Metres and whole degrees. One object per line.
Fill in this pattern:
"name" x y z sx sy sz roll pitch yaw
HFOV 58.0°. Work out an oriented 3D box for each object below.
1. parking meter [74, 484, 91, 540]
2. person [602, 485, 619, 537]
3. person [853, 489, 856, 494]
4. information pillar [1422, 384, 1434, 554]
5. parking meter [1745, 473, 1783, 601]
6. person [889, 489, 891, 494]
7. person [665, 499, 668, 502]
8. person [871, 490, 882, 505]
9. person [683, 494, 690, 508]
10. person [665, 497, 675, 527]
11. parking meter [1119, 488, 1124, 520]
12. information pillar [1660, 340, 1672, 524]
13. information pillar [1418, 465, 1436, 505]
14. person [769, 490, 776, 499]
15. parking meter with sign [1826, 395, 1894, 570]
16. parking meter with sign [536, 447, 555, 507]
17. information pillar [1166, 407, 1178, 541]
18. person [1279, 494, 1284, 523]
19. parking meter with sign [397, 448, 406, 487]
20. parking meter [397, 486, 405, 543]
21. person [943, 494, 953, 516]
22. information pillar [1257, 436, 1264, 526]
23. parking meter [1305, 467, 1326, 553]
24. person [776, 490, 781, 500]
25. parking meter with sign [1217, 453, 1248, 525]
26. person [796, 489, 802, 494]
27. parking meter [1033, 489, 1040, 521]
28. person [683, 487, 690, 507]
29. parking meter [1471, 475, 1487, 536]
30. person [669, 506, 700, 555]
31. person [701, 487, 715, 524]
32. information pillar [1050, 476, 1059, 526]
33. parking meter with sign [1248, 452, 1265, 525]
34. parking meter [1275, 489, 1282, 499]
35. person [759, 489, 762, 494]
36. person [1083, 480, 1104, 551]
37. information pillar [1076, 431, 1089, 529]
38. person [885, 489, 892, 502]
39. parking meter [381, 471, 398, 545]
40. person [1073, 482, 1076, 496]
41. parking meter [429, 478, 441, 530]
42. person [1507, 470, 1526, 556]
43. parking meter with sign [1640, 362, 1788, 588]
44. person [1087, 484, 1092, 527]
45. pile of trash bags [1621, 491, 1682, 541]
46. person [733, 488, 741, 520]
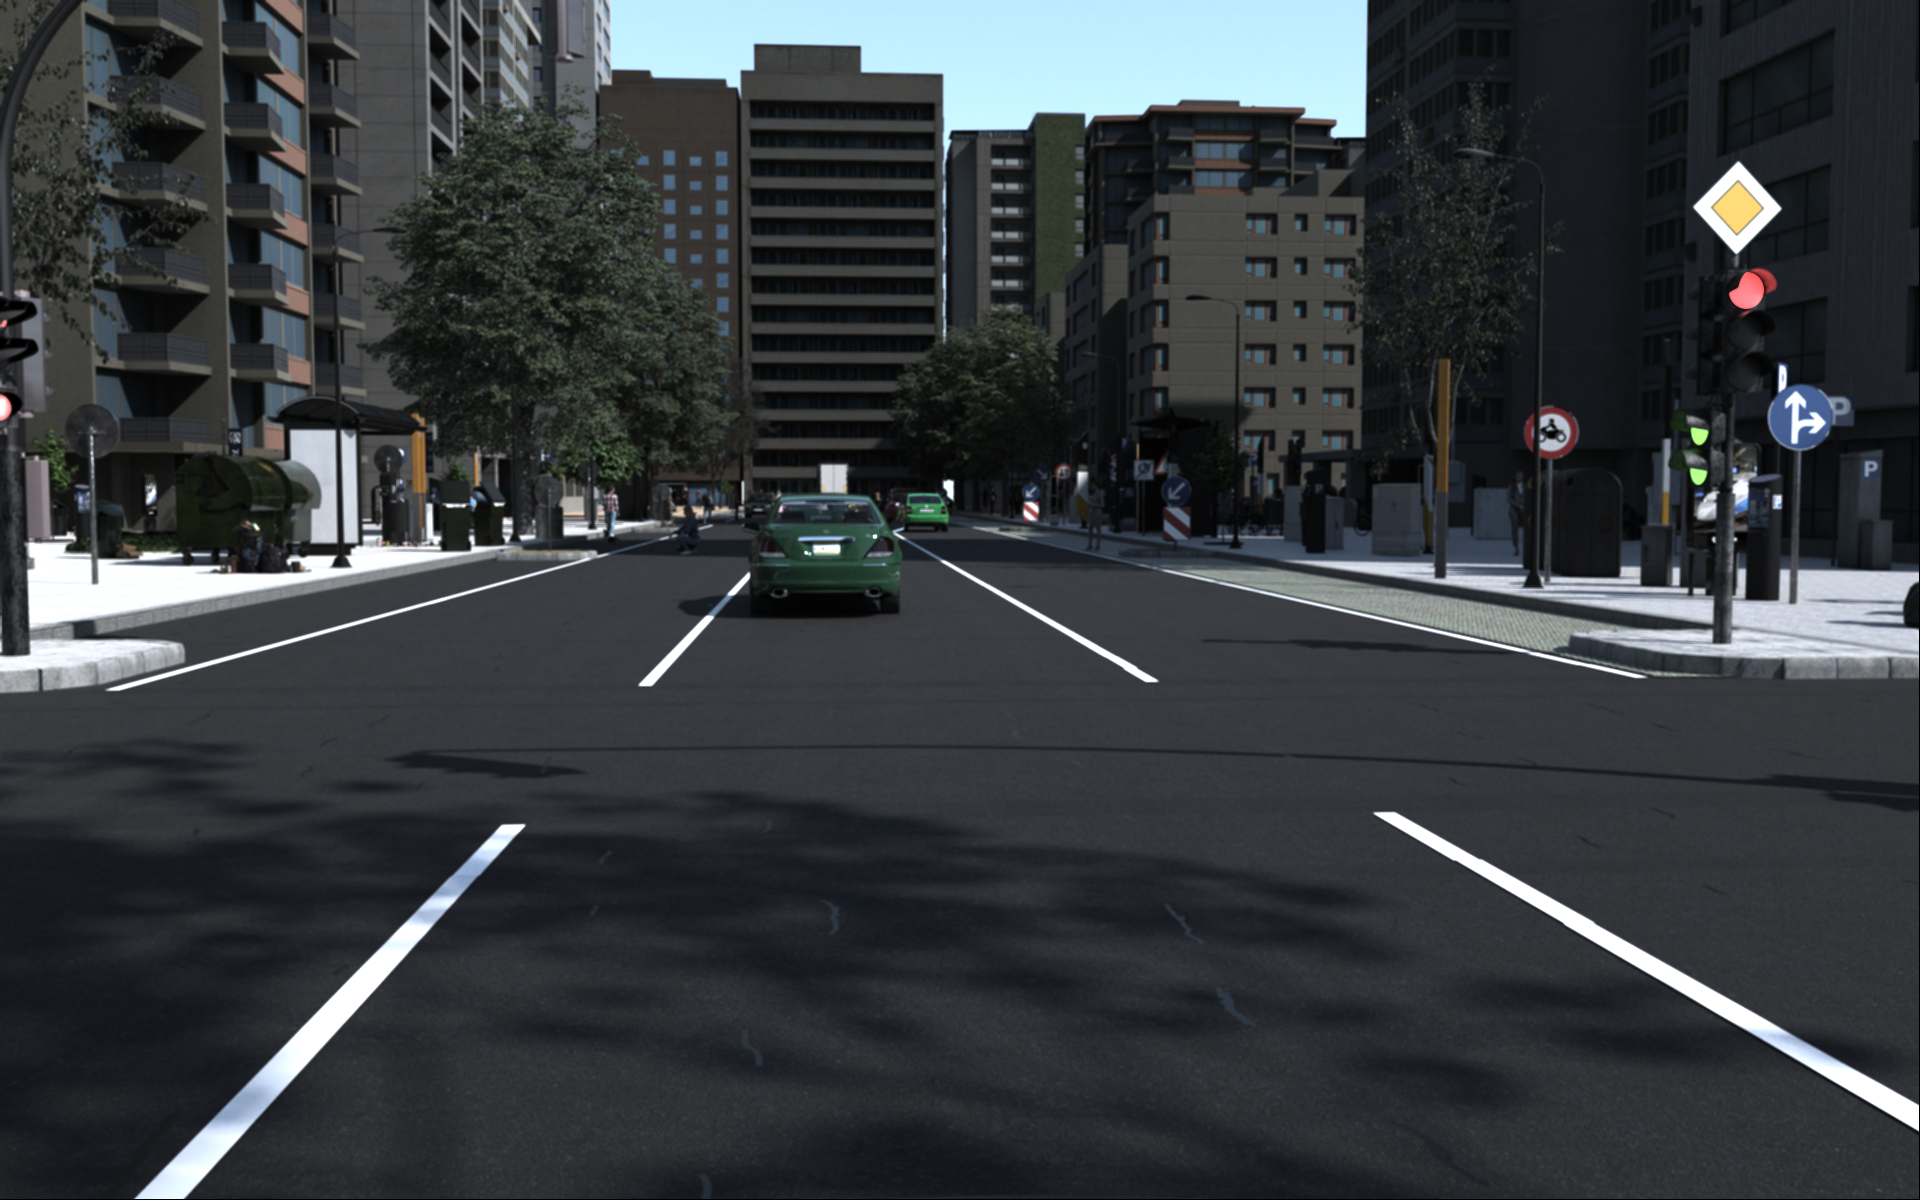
"parking meter" -22.544 -2.209 44.535 0.372 1.533 0.369 0 3 0
"person" -11.372 -2.872 56.296 0.563 1.720 0.643 1 4 16
"person" -7.880 -7.434 130.007 0.705 1.831 1.348 -1 4 -12
"information pillar" 10.065 -2.804 37.204 0.183 3.616 0.504 0 4 1
"parking meter" 9.710 -0.765 20.919 0.372 1.533 0.369 0 3 0
"person" -5.576 -8.007 139.510 0.705 1.812 1.348 0 4 -3
"person" -23.111 -7.915 136.372 0.530 1.710 0.541 -1 4 -17
"person" -7.145 -8.656 150.113 1.348 1.812 0.705 0 4 8
"person" -18.786 -6.718 119.108 0.421 1.427 0.697 -3 5 -40
"person" -12.591 -3.824 75.298 0.475 1.303 0.640 1 4 20
"parking meter" 6.894 -4.042 74.496 0.372 1.533 0.369 0 3 0
"information pillar" 10.658 -2.129 26.158 0.183 3.616 0.504 1 4 18
"information pillar" 11.772 -2.400 43.724 0.304 2.012 0.304 -3 4 -36
"person" -17.004 -9.059 156.628 0.705 1.823 1.348 -3 4 -37
"parking meter with sign" 15.509 -2.055 29.864 0.543 3.016 1.738 0 4 1
"parking meter with sign" -15.127 -4.084 63.039 0.543 3.016 1.738 0 4 -6
"information pillar" 5.779 -3.405 47.027 0.183 3.616 0.504 2 4 30
"person" 14.024 -4.016 75.956 0.590 1.304 0.306 0 4 1
"parking meter with sign" -21.593 -4.317 66.844 0.543 3.016 1.738 -1 4 -14
"parking meter" -14.903 -2.290 45.858 0.372 1.533 0.369 0 3 0
"person" -0.779 -6.290 114.576 0.697 1.427 0.421 2 4 24
"information pillar" 12.060 -4.779 69.498 0.183 3.616 0.504 2 4 28
"parking meter" 7.708 -1.949 37.579 0.399 1.863 0.255 -1 4 -16
"person" -12.940 -6.992 123.485 0.621 1.740 0.551 0 4 -1
"parking meter with sign" 10.993 -4.648 72.257 1.738 3.016 0.543 1 4 19
"person" -12.579 -7.761 135.526 1.348 1.807 0.705 -1 4 -11
"parking meter" 3.701 -4.618 83.910 0.372 1.533 0.369 0 3 0
"person" -18.052 -6.590 114.238 0.683 1.767 0.568 2 4 28
"parking meter" 15.822 -2.880 52.797 0.399 1.863 0.255 -1 4 -9
"person" -6.531 -1.657 41.097 0.738 1.151 1.012 -1 4 -10
"person" -12.070 -4.534 82.984 0.623 1.781 0.721 -1 4 -16
"information pillar" 3.858 -4.048 70.684 0.304 2.012 0.304 1 4 15
"parking meter with sign" 12.543 -4.703 73.149 0.543 3.016 1.738 1 4 22
"parking meter" 15.758 -4.729 85.731 0.372 1.533 0.369 0 3 0
"person" -15.073 -7.499 131.238 0.705 1.807 1.348 0 4 3
"person" 3.348 -2.101 43.193 0.374 1.781 0.599 -1 4 -21
"information pillar" 4.532 -4.446 64.050 0.504 3.616 0.183 -2 4 -32
"person" -4.794 -6.908 121.990 0.990 1.755 0.434 0 4 0
"parking meter" -14.470 -2.338 43.935 0.255 1.863 0.399 1 4 13
"person" 5.406 -4.528 80.178 0.850 1.850 0.679 1 4 12
"parking meter" -18.494 -3.386 61.070 0.399 1.863 0.255 -1 4 -8
"person" 11.684 -1.815 35.995 0.520 1.790 0.573 -1 4 -11
"parking meter with sign" 10.277 -1.678 23.698 1.738 3.016 0.543 3 4 37
"person" 4.866 -3.653 66.777 0.522 1.701 0.512 3 4 39
"pile of trash bags" 19.166 -2.388 48.794 3.447 1.369 1.912 -2 4 -24
"person" -12.249 -5.287 95.662 0.721 1.743 1.217 0 4 0
